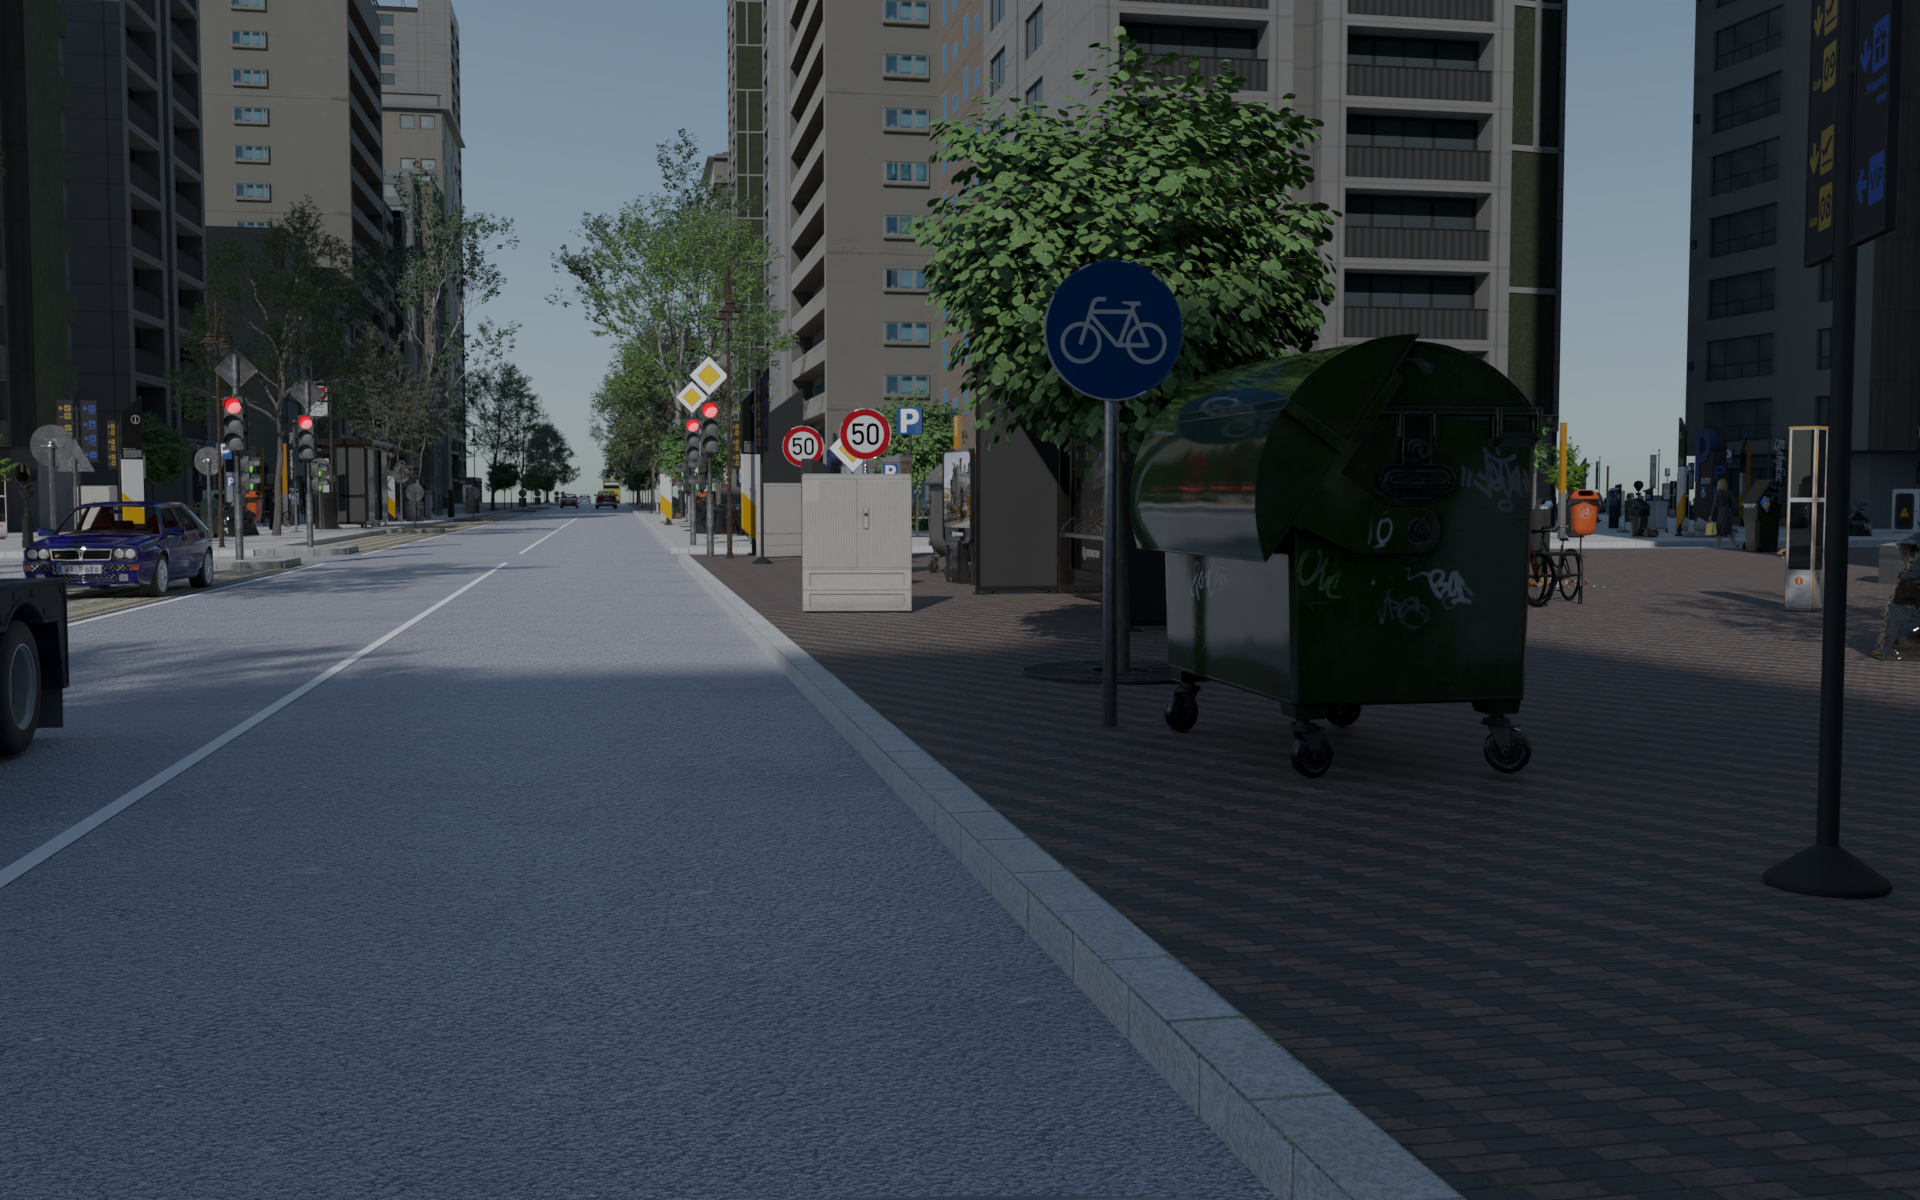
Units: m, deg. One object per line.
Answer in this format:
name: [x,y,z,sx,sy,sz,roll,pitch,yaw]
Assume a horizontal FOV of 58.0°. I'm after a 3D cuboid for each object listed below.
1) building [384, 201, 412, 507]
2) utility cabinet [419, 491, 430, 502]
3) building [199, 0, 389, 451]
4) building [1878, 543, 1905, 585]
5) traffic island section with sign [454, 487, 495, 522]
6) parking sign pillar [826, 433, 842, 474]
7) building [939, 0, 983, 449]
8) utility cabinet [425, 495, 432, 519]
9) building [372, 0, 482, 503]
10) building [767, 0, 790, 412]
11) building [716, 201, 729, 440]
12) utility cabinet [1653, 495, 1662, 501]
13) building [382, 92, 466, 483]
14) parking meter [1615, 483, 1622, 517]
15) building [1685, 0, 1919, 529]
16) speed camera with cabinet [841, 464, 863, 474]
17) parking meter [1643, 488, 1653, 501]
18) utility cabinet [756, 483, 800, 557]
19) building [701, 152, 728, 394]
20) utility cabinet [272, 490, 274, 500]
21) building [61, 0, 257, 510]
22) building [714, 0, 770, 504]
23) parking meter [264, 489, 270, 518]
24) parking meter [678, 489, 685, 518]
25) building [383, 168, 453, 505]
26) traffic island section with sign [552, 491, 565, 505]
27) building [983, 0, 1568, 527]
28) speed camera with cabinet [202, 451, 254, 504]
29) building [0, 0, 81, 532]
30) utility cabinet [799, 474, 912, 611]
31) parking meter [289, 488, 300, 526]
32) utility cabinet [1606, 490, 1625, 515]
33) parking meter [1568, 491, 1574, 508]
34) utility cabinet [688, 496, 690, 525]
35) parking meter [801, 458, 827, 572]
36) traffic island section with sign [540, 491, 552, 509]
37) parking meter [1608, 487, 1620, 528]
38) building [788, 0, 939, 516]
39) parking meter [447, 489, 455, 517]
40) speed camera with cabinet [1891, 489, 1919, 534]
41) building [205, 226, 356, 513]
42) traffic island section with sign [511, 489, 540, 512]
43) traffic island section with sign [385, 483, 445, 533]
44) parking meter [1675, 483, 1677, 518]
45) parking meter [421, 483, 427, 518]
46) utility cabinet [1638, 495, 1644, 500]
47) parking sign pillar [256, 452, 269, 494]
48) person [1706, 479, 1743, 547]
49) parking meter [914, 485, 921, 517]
building: [-61.476,-24.237,167.977,14.160,30.474,14.107,-1,4,-11]
utility cabinet: [-33.685,-6.088,108.215,0.318,1.500,1.173,3,4,39]
building: [-61.884,-32.109,148.691,21.300,48.544,21.600,-1,4,-11]
building: [24.768,-28.879,14.166,21.231,58.520,28.212,-1,4,-11]
traffic island section with sign: [-25.374,-5.008,90.515,1.989,1.847,2.006,-1,4,-11]
parking sign pillar: [-5.479,-5.339,75.770,1.447,3.967,1.447,-1,4,-16]
building: [7.041,-26.581,84.711,14.600,45.320,14.200,-1,4,-11]
utility cabinet: [-27.089,-4.716,88.268,0.306,1.237,1.020,-1,4,-14]
building: [-81.557,-49.898,254.078,20.563,71.187,20.611,-1,4,-11]
building: [-5.970,-37.134,149.139,21.231,58.520,28.212,-1,4,-11]
building: [-27.071,-34.220,243.094,14.154,41.232,14.086,-1,4,-11]
utility cabinet: [41.029,-5.511,101.260,1.020,1.237,0.306,1,4,13]
building: [-81.100,-39.192,230.023,28.713,52.752,27.495,-1,4,-11]
parking meter: [36.093,-5.464,95.049,0.399,1.863,0.255,1,4,22]
building: [38.704,-18.073,67.202,14.107,30.474,14.160,-1,4,-11]
speed camera with cabinet: [-2.719,-3.706,54.934,2.038,3.252,0.660,-1,4,-23]
parking meter: [25.931,-3.480,65.305,0.372,1.533,0.369,0,3,0]
utility cabinet: [-3.592,-1.623,35.215,1.173,1.500,0.318,-3,5,-44]
building: [-24.462,-41.295,264.417,28.713,52.752,27.495,-1,4,-11]
utility cabinet: [-40.341,-5.655,101.142,0.318,1.500,1.173,-2,4,-31]
building: [-45.598,-39.336,81.391,20.563,71.187,20.611,-1,4,-11]
building: [-21.401,-48.143,225.389,20.563,71.187,20.611,-1,4,-11]
parking meter: [-36.149,-5.024,90.547,0.372,1.533,0.369,0,3,0]
parking meter: [-15.083,-5.225,93.844,0.372,1.533,0.369,0,3,0]
building: [-70.026,-32.254,210.950,14.154,41.232,14.086,-1,4,-11]
traffic island section with sign: [-51.197,-12.944,220.260,1.989,1.847,2.006,-1,4,-11]
building: [12.971,-38.354,65.347,20.611,71.187,20.563,-1,4,-11]
speed camera with cabinet: [-30.642,-4.782,72.526,0.660,3.252,2.038,2,4,33]
building: [-37.665,-17.289,54.372,14.160,30.474,14.107,-1,4,-11]
utility cabinet: [-1.115,-0.617,18.771,1.173,1.500,0.318,0,4,-3]
parking meter: [-26.938,-3.772,70.086,0.372,1.533,0.369,0,3,0]
utility cabinet: [40.388,-5.995,106.699,1.173,1.500,0.318,-1,4,-23]
parking meter: [28.988,-4.669,82.049,0.255,1.863,0.399,-3,5,-42]
utility cabinet: [-10.982,-3.705,71.744,0.306,1.237,1.020,-2,4,-27]
parking meter: [-2.394,-1.395,28.525,0.255,1.863,0.399,3,5,43]
traffic island section with sign: [-40.389,-9.622,165.944,1.989,1.847,2.006,-1,4,-11]
parking meter: [24.486,-3.451,64.834,0.372,1.533,0.369,0,3,0]
building: [0.829,-29.727,109.737,21.300,48.544,21.600,-1,4,-11]
parking meter: [-27.919,-5.295,94.983,0.372,1.533,0.369,0,3,0]
speed camera with cabinet: [31.373,-3.782,56.171,0.660,3.252,2.038,-2,4,-29]
building: [-60.026,-17.073,124.190,27.650,21.520,28.899,-1,4,-11]
traffic island section with sign: [-35.025,-7.973,138.990,1.989,1.847,2.006,-1,4,-11]
traffic island section with sign: [-20.073,-3.379,63.869,1.989,1.847,2.006,-1,4,-11]
parking meter: [39.214,-5.430,94.484,0.399,1.863,0.255,-3,5,-42]
parking meter: [-29.172,-5.421,94.350,0.255,1.863,0.399,0,4,-5]
utility cabinet: [34.511,-4.685,87.756,0.306,1.237,1.020,1,4,22]
parking sign pillar: [-42.650,-7.175,105.789,1.447,3.967,1.447,0,4,6]
person: [19.123,-2.064,42.470,1.509,1.804,0.699,2,4,27]
parking meter: [-2.374,-5.554,96.511,0.255,1.863,0.399,-2,4,-32]
